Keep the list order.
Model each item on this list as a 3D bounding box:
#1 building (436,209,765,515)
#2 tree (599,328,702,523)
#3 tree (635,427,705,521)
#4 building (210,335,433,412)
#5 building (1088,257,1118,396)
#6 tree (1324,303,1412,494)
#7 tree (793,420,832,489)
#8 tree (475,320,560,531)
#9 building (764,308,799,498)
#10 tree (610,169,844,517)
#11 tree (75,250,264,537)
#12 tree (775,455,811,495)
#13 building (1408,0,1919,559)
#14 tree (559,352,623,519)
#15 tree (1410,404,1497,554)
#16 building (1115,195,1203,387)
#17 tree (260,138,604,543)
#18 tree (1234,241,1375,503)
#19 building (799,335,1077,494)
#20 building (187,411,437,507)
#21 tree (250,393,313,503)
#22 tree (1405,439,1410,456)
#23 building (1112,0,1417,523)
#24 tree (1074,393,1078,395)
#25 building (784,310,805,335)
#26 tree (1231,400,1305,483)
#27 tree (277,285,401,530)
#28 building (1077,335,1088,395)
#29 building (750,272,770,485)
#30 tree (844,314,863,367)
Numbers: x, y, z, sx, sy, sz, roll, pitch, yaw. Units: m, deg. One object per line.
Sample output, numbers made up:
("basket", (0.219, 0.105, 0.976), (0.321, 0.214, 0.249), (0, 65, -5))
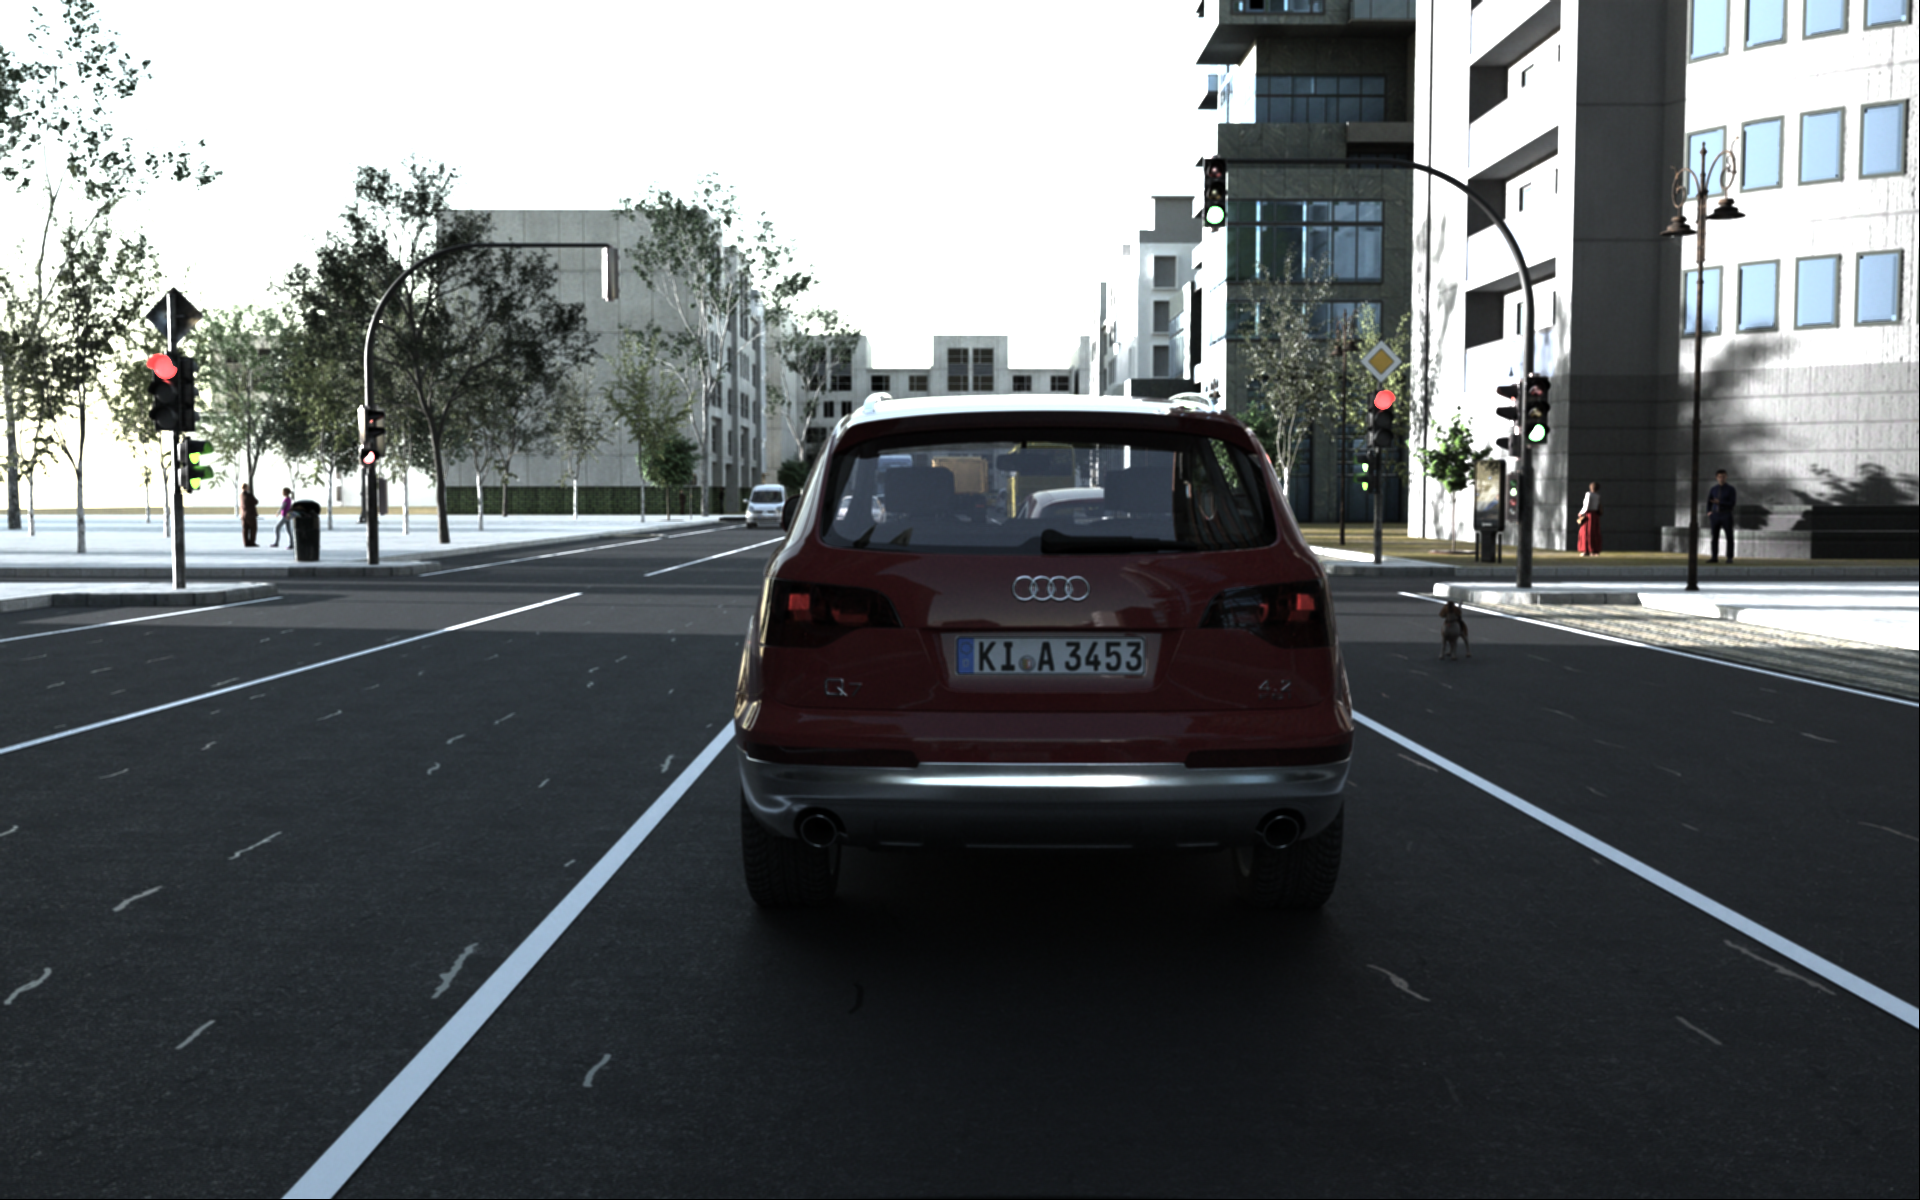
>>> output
("building", (-24.227, -15.723, 123.533), (16.747, 18.905, 31.486), (0, 4, -1))
("tree", (-14.053, -7.792, 77.761), (4.737, 8.622, 4.395), (0, 3, 0))
("tree", (-14.006, -6.109, 83.591), (4.285, 4.588, 4.351), (0, 3, 0))
("building", (-67.283, -20.432, 200.524), (31.486, 18.905, 16.747), (0, 4, -1))
("building", (20.012, -16.552, 137.080), (16.747, 18.905, 31.486), (0, 4, -1))
("tree", (15.999, -7.074, 66.017), (4.737, 8.622, 4.395), (0, 3, 0))
("tree", (-14.506, -13.623, 173.101), (4.360, 8.622, 3.978), (0, 3, 0))
("tree", (-16.868, -6.729, 60.387), (4.360, 8.622, 3.978), (0, 3, 0))
("building", (-32.844, -18.757, 173.130), (31.486, 18.905, 16.747), (0, 4, -1))
("tree", (-13.677, -14.890, 99.333), (12.611, 20.169, 13.585), (0, 3, 0))
("tree", (-23.889, -6.187, 51.526), (4.737, 8.622, 4.395), (0, 3, 0))
("tree", (-13.833, -9.860, 144.922), (4.285, 4.588, 4.351), (0, 3, 0))
("building", (27.699, -30.587, 42.097), (28.212, 58.520, 21.231), (0, 4, -1))
("tree", (-19.594, -8.461, 88.692), (4.360, 8.622, 3.978), (0, 3, 0))
("tree", (10.754, -2.605, 37.194), (1.663, 3.219, 1.824), (0, 3, 0))
("building", (18.543, -15.849, 115.554), (16.016, 20.091, 11.380), (0, 4, -1))
("tree", (-13.575, -6.774, 45.171), (8.767, 10.594, 7.601), (-2, 4, -25))
("tree", (9.971, -6.194, 51.629), (4.360, 8.622, 3.978), (0, 3, 0))
("building", (-3.109, -20.439, 200.635), (31.486, 18.905, 16.747), (0, 4, -1))
("building", (-62.898, -14.341, 176.621), (28.070, 9.664, 9.099), (0, 4, -1))
("tree", (-39.726, -9.317, 102.694), (4.360, 8.622, 3.978), (0, 3, 0))
("tree", (17.329, -4.729, 61.026), (4.285, 4.588, 4.351), (0, 3, 0))
("building", (20.712, -47.520, 89.617), (22.319, 86.520, 31.000), (0, 4, -1))
("tree", (8.882, -10.666, 124.749), (4.737, 8.622, 4.395), (0, 3, 0))
("building", (-35.264, -22.136, 205.900), (32.646, 21.610, 27.936), (0, 4, -1))
("tree", (10.008, -4.639, 59.567), (4.285, 4.588, 4.351), (0, 3, 0))
("tree", (-22.390, -6.818, 61.837), (4.737, 8.622, 4.395), (0, 3, 0))
("building", (28.886, -20.480, 201.311), (31.486, 18.905, 16.747), (0, 4, -1))
("building", (-24.266, -17.657, 145.119), (16.016, 20.091, 11.380), (0, 4, -1))
("tree", (-15.532, -18.489, 158.176), (12.611, 20.169, 13.585), (0, 3, 0))
